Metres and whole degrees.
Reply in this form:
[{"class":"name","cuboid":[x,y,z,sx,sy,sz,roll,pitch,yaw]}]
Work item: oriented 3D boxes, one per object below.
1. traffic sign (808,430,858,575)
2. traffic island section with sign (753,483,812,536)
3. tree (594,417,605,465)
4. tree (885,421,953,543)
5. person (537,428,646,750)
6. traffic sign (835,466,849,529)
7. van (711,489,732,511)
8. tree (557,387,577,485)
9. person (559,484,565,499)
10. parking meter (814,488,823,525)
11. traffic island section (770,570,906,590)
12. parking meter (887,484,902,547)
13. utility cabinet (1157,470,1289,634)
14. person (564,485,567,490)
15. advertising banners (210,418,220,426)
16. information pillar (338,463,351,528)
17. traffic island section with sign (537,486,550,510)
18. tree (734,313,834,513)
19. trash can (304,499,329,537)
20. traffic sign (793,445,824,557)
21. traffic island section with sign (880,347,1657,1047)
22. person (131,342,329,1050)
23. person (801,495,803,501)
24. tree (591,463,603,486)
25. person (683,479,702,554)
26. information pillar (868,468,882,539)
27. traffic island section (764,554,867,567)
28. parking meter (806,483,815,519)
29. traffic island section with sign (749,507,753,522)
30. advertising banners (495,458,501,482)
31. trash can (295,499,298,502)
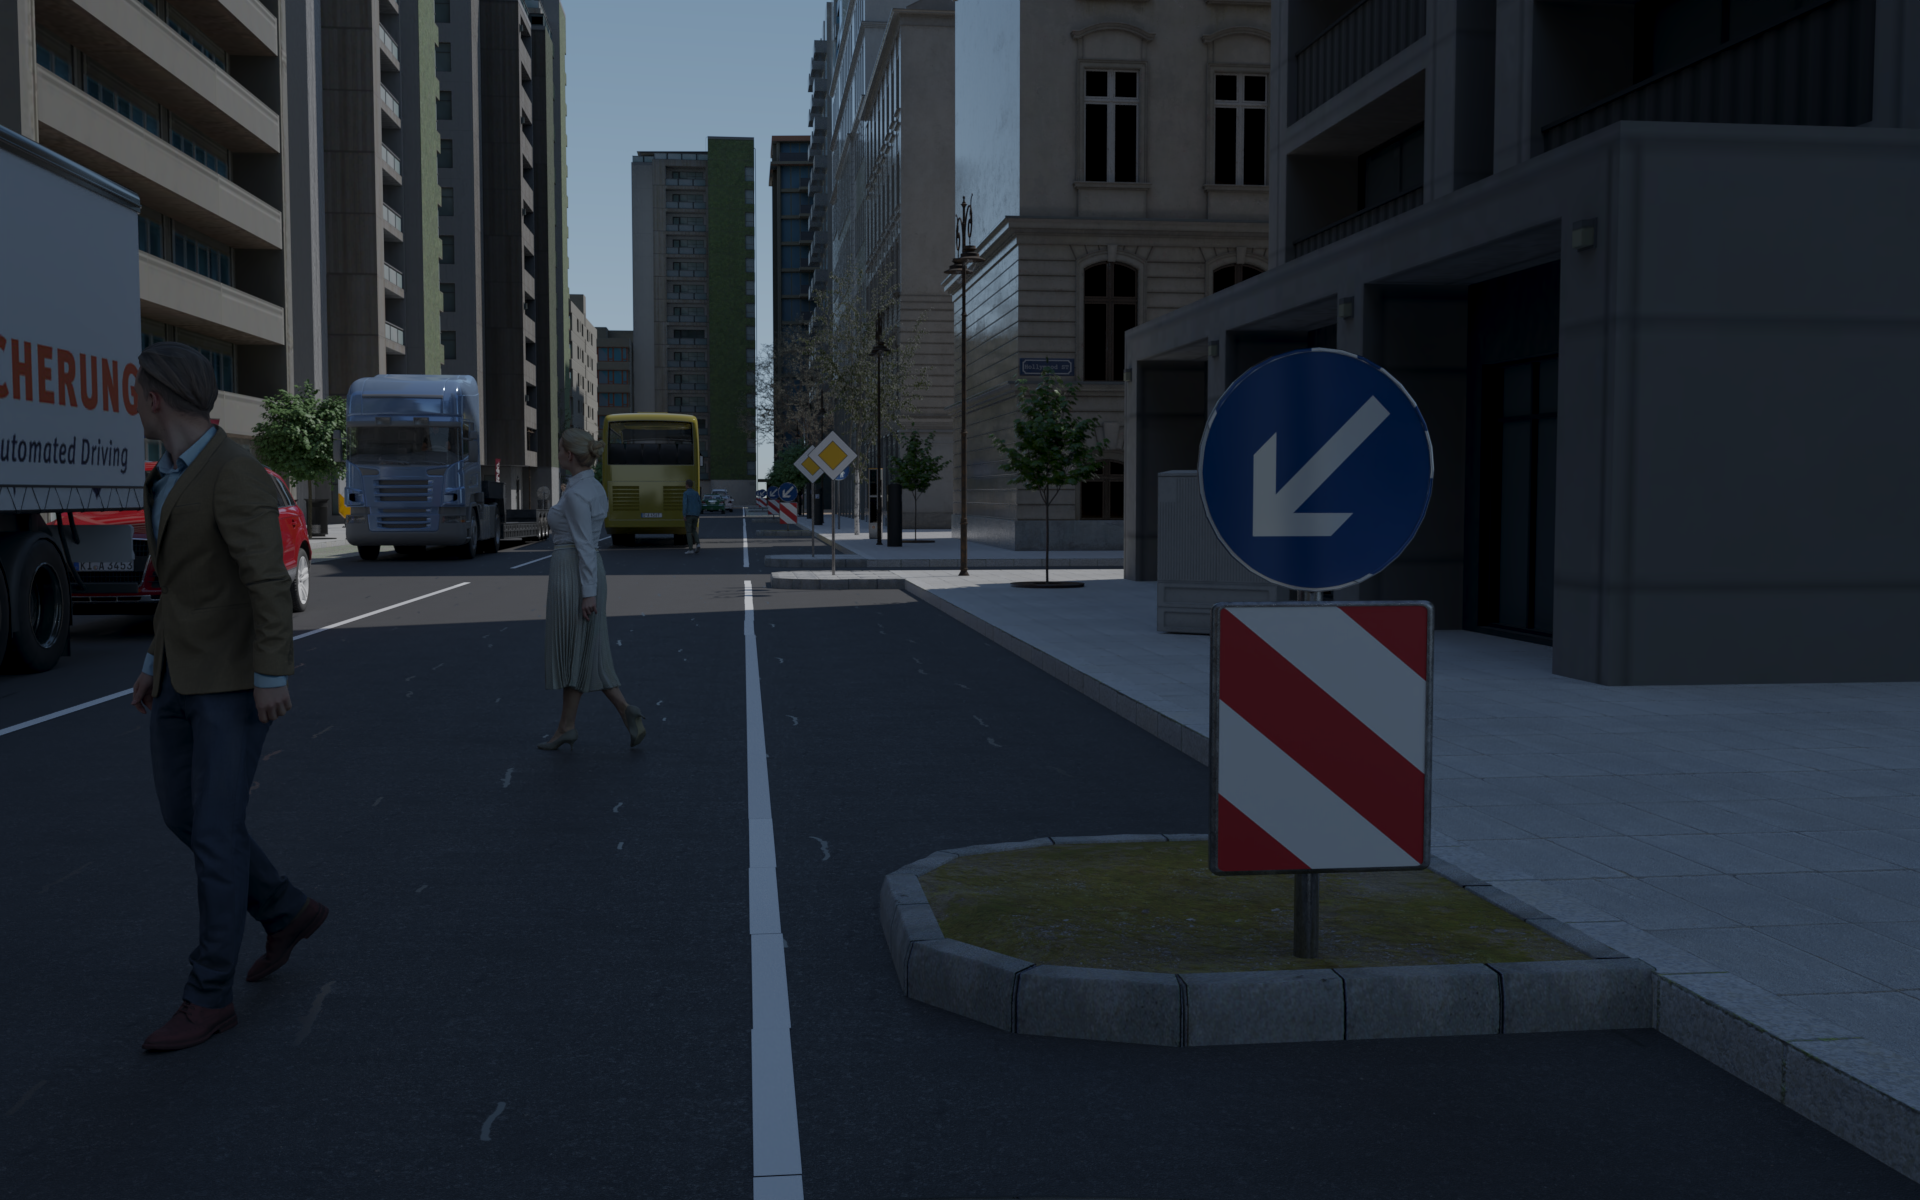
[{"class":"traffic sign","cuboid":[-2.003,-1.448,27.325,0.795,2.450,0.064,0,4,-7]},{"class":"traffic island section with sign","cuboid":[-6.115,-3.163,60.343,1.989,1.847,2.006,0,4,-7]},{"class":"tree","cuboid":[-33.045,-13.103,164.595,4.737,8.622,4.395,0,3,0]},{"class":"tree","cuboid":[-1.241,-3.137,45.897,1.663,3.219,1.824,0,3,0]},{"class":"person","cuboid":[-2.063,-0.059,9.684,0.641,1.798,0.478,1,4,15]},{"class":"traffic sign","cuboid":[-4.396,-3.839,62.877,0.768,2.556,0.104,0,4,-5]},{"class":"van","cuboid":[-20.797,-8.749,150.052,2.013,2.044,4.112,0,4,-6]},{"class":"tree","cuboid":[-26.454,-9.880,111.897,4.360,8.622,3.978,0,3,0]},{"class":"person","cuboid":[-16.177,-3.831,70.912,0.659,1.850,0.755,1,4,22]},{"class":"parking meter","cuboid":[-5.836,-3.846,71.288,0.372,1.533,0.369,0,3,0]},{"class":"traffic island section","cuboid":[-1.981,-0.313,27.405,2.009,0.180,2.903,0,4,-7]},{"class":"parking meter","cuboid":[-1.591,-2.065,42.179,0.372,1.533,0.369,0,3,0]},{"class":"utility cabinet","cuboid":[2.375,-0.428,15.683,1.173,1.500,0.318,2,4,33]},{"class":"person","cuboid":[-15.827,-3.719,69.505,0.583,1.804,0.606,-3,5,-41]},{"class":"advertising banners","cuboid":[-17.534,-2.633,39.231,0.090,3.025,2.074,1,4,23]},{"class":"information pillar","cuboid":[-23.411,-4.557,65.866,0.183,3.616,0.504,2,4,34]},{"class":"traffic island section with sign","cuboid":[-20.742,-4.757,86.406,1.989,1.847,2.006,0,4,-7]},{"class":"tree","cuboid":[-10.078,-12.608,116.510,12.009,13.543,11.850,0,3,0]},{"class":"trash can","cuboid":[-19.352,-2.476,52.137,0.748,1.137,0.748,0,3,0]},{"class":"traffic sign","cuboid":[-2.997,-1.933,35.248,0.795,2.450,0.064,0,4,-7]},{"class":"traffic island section with sign","cuboid":[0.771,0.194,5.464,1.989,1.847,2.006,0,4,-7]},{"class":"person","cuboid":[-2.064,0.222,4.785,0.656,1.842,0.836,1,4,12]},{"class":"person","cuboid":[-17.159,-11.075,190.520,0.436,1.711,0.756,2,4,32]},{"class":"tree","cuboid":[-31.681,-10.500,155.382,4.285,4.588,4.351,0,3,0]},{"class":"person","cuboid":[-6.415,-1.994,41.447,0.601,1.785,0.444,-3,5,-41]},{"class":"information pillar","cuboid":[-2.414,-2.755,49.541,0.304,2.012,0.304,1,4,22]},{"class":"traffic island section","cuboid":[-2.975,-0.798,35.328,2.009,0.180,2.903,0,4,-7]},{"class":"parking meter","cuboid":[-7.706,-5.119,89.400,0.399,1.863,0.255,-3,5,-42]},{"class":"traffic island section with sign","cuboid":[-9.584,-4.852,87.966,1.989,1.847,2.006,0,4,-7]},{"class":"advertising banners","cuboid":[-22.844,-5.388,84.282,0.090,3.025,2.074,1,4,14]},{"class":"trash can","cuboid":[-17.791,-2.075,45.585,0.748,1.137,0.748,0,3,0]}]
